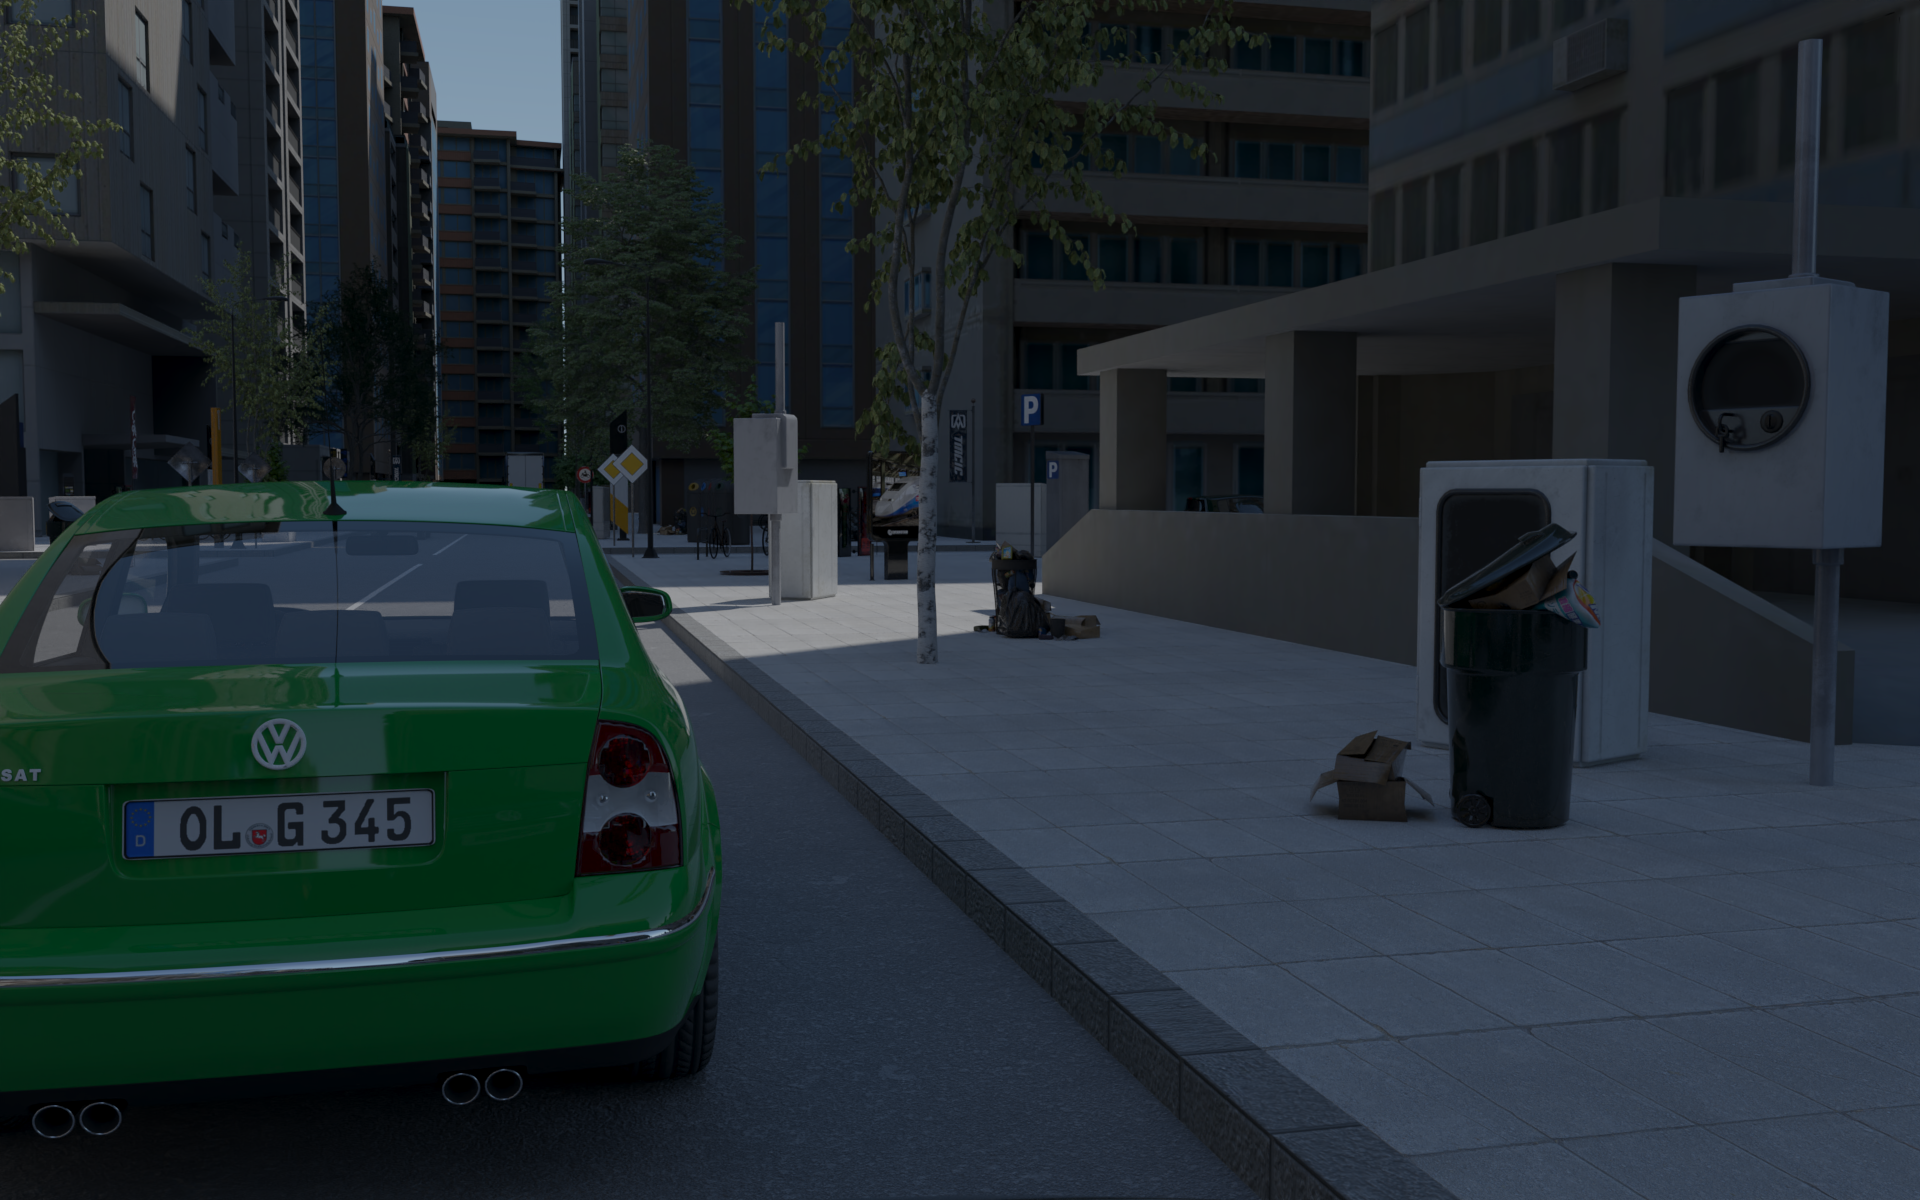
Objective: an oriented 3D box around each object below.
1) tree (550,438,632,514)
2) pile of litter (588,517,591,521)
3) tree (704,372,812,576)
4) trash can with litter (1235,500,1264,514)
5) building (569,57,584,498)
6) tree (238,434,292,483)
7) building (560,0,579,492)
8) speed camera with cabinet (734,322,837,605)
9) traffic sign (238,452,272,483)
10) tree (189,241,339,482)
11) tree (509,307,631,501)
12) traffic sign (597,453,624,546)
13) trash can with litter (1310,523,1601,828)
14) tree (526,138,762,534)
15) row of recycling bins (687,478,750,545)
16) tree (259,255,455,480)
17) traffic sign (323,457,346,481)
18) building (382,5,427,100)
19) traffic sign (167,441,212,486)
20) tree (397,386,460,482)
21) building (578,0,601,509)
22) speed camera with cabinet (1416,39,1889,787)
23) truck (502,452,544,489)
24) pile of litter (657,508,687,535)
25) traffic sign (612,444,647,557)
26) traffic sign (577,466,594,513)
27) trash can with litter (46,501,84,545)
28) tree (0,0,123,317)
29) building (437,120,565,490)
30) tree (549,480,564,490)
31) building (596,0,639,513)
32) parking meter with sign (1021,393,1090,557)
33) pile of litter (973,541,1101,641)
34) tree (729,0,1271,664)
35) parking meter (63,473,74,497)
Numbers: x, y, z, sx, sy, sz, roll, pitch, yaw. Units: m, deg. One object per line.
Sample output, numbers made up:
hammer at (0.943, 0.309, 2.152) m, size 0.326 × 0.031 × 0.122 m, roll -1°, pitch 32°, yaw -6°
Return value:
tree at (-17.085, -6.133, 83.996) m, size 4.285 × 4.588 × 4.351 m, roll 0°, pitch 3°, yaw 0°
pile of litter at (-15.670, -3.712, 74.653) m, size 1.719 × 0.858 × 1.176 m, roll 0°, pitch 4°, yaw 7°
tree at (-3.192, -2.020, 27.634) m, size 1.663 × 3.219 × 1.824 m, roll 0°, pitch 3°, yaw 0°
trash can with litter at (5.579, -1.298, 32.615) m, size 0.624 × 1.170 × 1.055 m, roll -1°, pitch 4°, yaw -13°
building at (-30.157, -29.592, 167.424) m, size 14.154 × 41.232 × 14.086 m, roll -1°, pitch 4°, yaw -14°
tree at (-21.870, -3.709, 55.241) m, size 1.663 × 3.219 × 1.824 m, roll 0°, pitch 3°, yaw 0°
building at (-37.670, -47.250, 210.782) m, size 20.611 × 71.187 × 20.563 m, roll -1°, pitch 4°, yaw -14°
speed camera with cabinet at (-2.074, -1.616, 20.765) m, size 0.660 × 3.252 × 2.038 m, roll 1°, pitch 4°, yaw 15°
traffic sign at (-16.607, -2.273, 40.805) m, size 0.795 × 2.450 × 0.064 m, roll -1°, pitch 4°, yaw -14°
tree at (-20.773, -6.189, 51.547) m, size 4.737 × 8.622 × 4.395 m, roll 0°, pitch 3°, yaw 0°
tree at (-20.549, -10.260, 93.502) m, size 9.928 × 11.665 × 9.643 m, roll 0°, pitch 3°, yaw 0°
traffic sign at (-8.552, -2.394, 42.779) m, size 0.795 × 2.450 × 0.064 m, roll -1°, pitch 4°, yaw -14°
trash can with litter at (1.914, 0.282, 6.778) m, size 1.055 × 1.170 × 0.624 m, roll 1°, pitch 4°, yaw 12°
tree at (-9.842, -8.420, 55.788) m, size 7.486 × 12.596 × 7.792 m, roll 0°, pitch 3°, yaw 0°
row of recycling bins at (-6.237, -2.307, 44.829) m, size 1.069 × 1.692 × 3.534 m, roll -2°, pitch 4°, yaw -23°
tree at (-23.544, -8.122, 67.201) m, size 7.601 × 10.594 × 8.767 m, roll 0°, pitch 4°, yaw 2°
traffic sign at (-21.613, -3.656, 59.876) m, size 0.768 × 2.556 × 0.104 m, roll 0°, pitch 4°, yaw -6°
building at (-58.480, -30.425, 152.069) m, size 22.147 × 44.769 × 28.867 m, roll -1°, pitch 4°, yaw -14°
traffic sign at (-14.680, -1.799, 33.055) m, size 0.795 × 2.450 × 0.064 m, roll -1°, pitch 4°, yaw -14°
tree at (-35.871, -10.132, 116.028) m, size 4.737 × 8.622 × 4.395 m, roll 0°, pitch 3°, yaw 0°
building at (-21.571, -37.020, 147.274) m, size 21.231 × 58.520 × 28.212 m, roll -1°, pitch 4°, yaw -14°
speed camera with cabinet at (3.143, -0.841, 8.087) m, size 0.660 × 3.252 × 2.038 m, roll -3°, pitch 4°, yaw -38°
truck at (-30.614, -8.108, 121.476) m, size 2.839 × 4.237 × 11.283 m, roll -1°, pitch 4°, yaw -15°
pile of litter at (-9.060, -2.485, 54.601) m, size 1.176 × 0.858 × 1.719 m, roll 2°, pitch 4°, yaw 25°
traffic sign at (-6.625, -1.920, 35.029) m, size 0.795 × 2.450 × 0.064 m, roll -1°, pitch 4°, yaw -14°
traffic sign at (-17.202, -4.860, 79.562) m, size 0.768 × 2.556 × 0.104 m, roll 0°, pitch 4°, yaw -8°
trash can with litter at (-14.070, -0.994, 27.637) m, size 1.055 × 1.170 × 0.624 m, roll 2°, pitch 4°, yaw 31°
tree at (-12.844, -4.358, 21.619) m, size 4.737 × 8.622 × 4.395 m, roll 0°, pitch 3°, yaw 0°
building at (-61.684, -33.702, 205.657) m, size 28.867 × 44.769 × 22.147 m, roll -1°, pitch 4°, yaw -14°
tree at (-42.759, -11.644, 184.985) m, size 1.663 × 3.219 × 1.824 m, roll 0°, pitch 3°, yaw 0°
building at (-19.300, -27.096, 126.614) m, size 14.154 × 41.232 × 14.086 m, roll -1°, pitch 4°, yaw -14°
parking meter with sign at (1.933, -2.108, 30.720) m, size 1.738 × 3.016 × 0.543 m, roll -3°, pitch 4°, yaw -36°
pile of litter at (0.719, -0.123, 15.968) m, size 1.176 × 0.858 × 1.719 m, roll 0°, pitch 4°, yaw -2°
tree at (-0.061, -3.834, 13.048) m, size 4.737 × 8.622 × 4.395 m, roll 0°, pitch 3°, yaw 0°
parking meter at (-25.067, -2.631, 48.733) m, size 0.255 × 1.863 × 0.399 m, roll -2°, pitch 4°, yaw -31°
